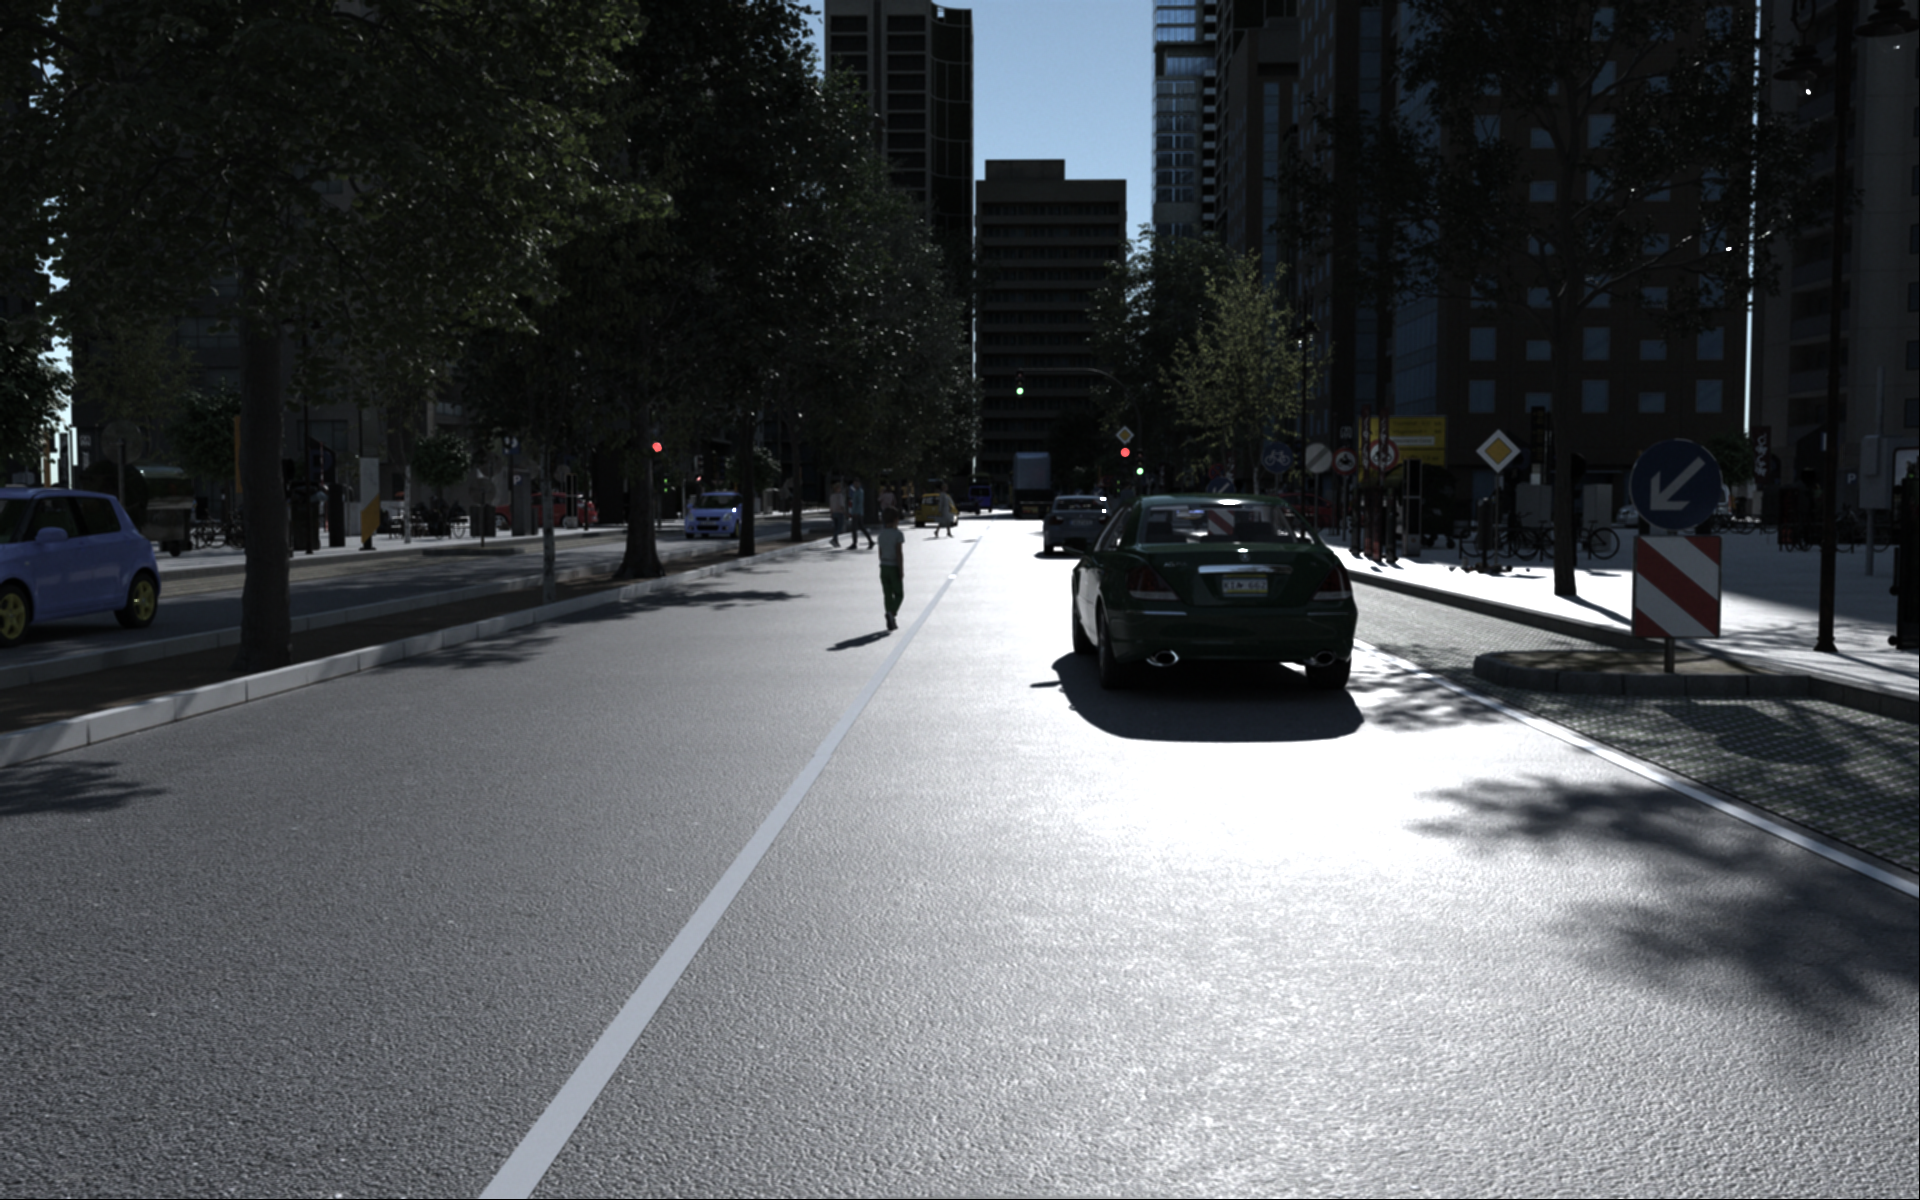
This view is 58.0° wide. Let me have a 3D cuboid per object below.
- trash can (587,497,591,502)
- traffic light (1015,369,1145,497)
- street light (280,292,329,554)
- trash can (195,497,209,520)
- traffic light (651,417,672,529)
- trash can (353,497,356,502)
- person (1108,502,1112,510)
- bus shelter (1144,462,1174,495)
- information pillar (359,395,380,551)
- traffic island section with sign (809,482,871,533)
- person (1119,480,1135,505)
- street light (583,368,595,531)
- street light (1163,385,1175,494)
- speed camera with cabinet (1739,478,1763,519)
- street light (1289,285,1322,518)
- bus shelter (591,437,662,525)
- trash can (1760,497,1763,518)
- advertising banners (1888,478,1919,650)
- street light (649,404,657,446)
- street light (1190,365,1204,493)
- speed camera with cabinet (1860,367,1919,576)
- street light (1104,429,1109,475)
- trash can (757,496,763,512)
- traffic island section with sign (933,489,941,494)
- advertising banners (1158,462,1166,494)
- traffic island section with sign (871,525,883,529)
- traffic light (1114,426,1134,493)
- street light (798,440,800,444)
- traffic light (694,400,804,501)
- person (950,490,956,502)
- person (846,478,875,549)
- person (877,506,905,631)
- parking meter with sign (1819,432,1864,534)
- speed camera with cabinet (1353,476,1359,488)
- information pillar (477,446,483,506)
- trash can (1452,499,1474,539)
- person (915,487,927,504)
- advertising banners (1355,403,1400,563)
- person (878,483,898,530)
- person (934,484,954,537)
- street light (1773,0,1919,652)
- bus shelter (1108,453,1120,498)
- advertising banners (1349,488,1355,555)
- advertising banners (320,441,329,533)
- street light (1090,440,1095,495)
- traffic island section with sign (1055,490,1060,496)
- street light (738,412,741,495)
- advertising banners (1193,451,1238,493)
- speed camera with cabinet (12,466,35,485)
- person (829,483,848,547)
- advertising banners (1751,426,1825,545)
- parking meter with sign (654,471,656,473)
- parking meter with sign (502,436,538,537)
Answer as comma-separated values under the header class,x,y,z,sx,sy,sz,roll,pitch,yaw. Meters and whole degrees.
class,x,y,z,sx,sy,sz,roll,pitch,yaw
trash can,-20.332,-4.953,92.636,0.748,1.137,0.748,0,3,0
traffic light,4.391,-5.396,62.890,4.771,5.953,1.251,0,4,2
street light,-13.884,-3.914,36.780,0.468,5.910,1.993,0,4,2
trash can,-37.253,-4.487,85.023,0.748,1.137,0.748,0,3,0
traffic light,-11.019,-4.560,63.479,0.839,4.253,0.868,0,4,2
trash can,-28.069,-4.141,79.366,0.748,1.137,0.748,0,3,0
person,4.246,-2.262,50.504,0.505,1.210,0.382,1,4,21
bus shelter,12.936,-7.202,111.678,2.014,3.302,5.546,0,4,2
information pillar,-13.479,-2.944,39.494,0.183,3.616,0.504,2,4,30
traffic island section with sign,-4.454,-3.395,63.650,2.006,1.907,1.989,0,4,2
person,4.565,-2.365,47.184,0.581,1.822,0.654,-1,4,-9
street light,-13.158,-5.382,60.790,0.468,5.910,1.993,0,4,2
street light,8.833,-6.148,73.308,0.468,5.910,1.993,0,4,2
speed camera with cabinet,41.427,-5.854,90.056,0.660,3.252,2.038,-1,4,-14
street light,7.662,-4.023,38.559,0.468,5.910,1.993,0,4,2
bus shelter,-14.322,-5.099,74.646,1.731,3.624,6.357,0,4,2
trash can,35.040,-3.874,74.994,0.748,1.137,0.748,0,3,0
advertising banners,8.511,-1.132,14.700,2.074,3.025,0.090,-2,4,-34
street light,-12.802,-6.054,71.765,0.468,5.910,1.993,0,4,2
street light,8.568,-5.480,62.381,0.468,5.910,1.993,0,4,2
speed camera with cabinet,14.562,-1.958,26.347,0.660,3.252,2.038,0,4,-5
street light,10.294,-9.063,120.962,0.468,5.910,1.993,0,4,2
trash can,-13.969,-6.761,122.202,0.748,1.137,0.748,0,3,0
traffic island section with sign,-1.961,-8.442,146.158,2.006,1.907,1.989,0,4,2
advertising banners,11.733,-6.042,94.979,2.074,3.025,0.090,-1,4,-21
traffic island section with sign,-4.221,-3.848,71.054,2.006,1.907,1.989,0,4,2
traffic light,6.726,-5.017,70.950,0.839,4.253,0.868,0,4,2
street light,-11.355,-9.012,120.130,0.468,5.910,1.993,0,4,2
traffic light,-8.684,-5.918,71.433,4.771,5.953,1.251,0,4,2
person,-0.713,-9.704,167.238,0.705,1.814,1.350,1,4,18
person,-2.597,-2.245,45.073,0.748,1.841,0.638,0,4,3
person,-0.726,-0.330,18.148,0.306,1.304,0.590,1,4,9
parking meter with sign,24.476,-3.161,47.948,0.543,3.016,1.738,0,4,-3
speed camera with cabinet,19.361,-5.295,80.902,0.660,3.252,2.038,-3,5,-41
information pillar,-15.555,-3.961,56.120,0.183,3.616,0.504,0,4,-5
trash can,14.399,-2.337,49.859,0.748,1.137,0.748,0,3,0
person,-1.890,-4.691,85.559,0.716,1.782,0.532,0,4,1
advertising banners,7.961,-2.248,32.936,0.090,3.025,2.074,0,4,-6
person,-2.104,-2.640,52.249,0.593,1.750,0.643,-3,5,-39
person,-0.535,-2.966,57.342,0.624,1.780,0.694,2,4,34
street light,7.065,-2.518,13.959,0.468,5.910,1.993,0,4,2
bus shelter,12.764,-9.957,140.430,2.179,5.291,8.768,0,4,2
advertising banners,8.412,-2.411,35.614,0.090,3.025,2.074,0,4,-7
advertising banners,-21.287,-3.787,58.101,0.090,3.025,2.074,-1,4,-12
street light,11.025,-10.520,144.789,0.468,5.910,1.993,0,4,2
traffic island section with sign,10.668,-11.707,200.036,1.989,1.847,2.006,0,4,2
street light,-12.170,-7.537,96.025,0.468,5.910,1.993,0,4,2
advertising banners,10.312,-4.533,70.300,2.074,3.025,0.090,2,4,33
speed camera with cabinet,-39.629,-4.886,74.218,0.660,3.252,2.038,1,4,11
person,-3.307,-2.285,46.529,0.731,1.740,0.598,2,4,33
advertising banners,21.114,-2.926,44.035,0.090,3.025,2.074,-3,5,-43
parking meter with sign,-26.267,-9.154,145.930,0.543,3.016,1.738,0,4,4
parking meter with sign,-13.406,-3.470,52.992,0.543,3.016,1.738,0,4,6
